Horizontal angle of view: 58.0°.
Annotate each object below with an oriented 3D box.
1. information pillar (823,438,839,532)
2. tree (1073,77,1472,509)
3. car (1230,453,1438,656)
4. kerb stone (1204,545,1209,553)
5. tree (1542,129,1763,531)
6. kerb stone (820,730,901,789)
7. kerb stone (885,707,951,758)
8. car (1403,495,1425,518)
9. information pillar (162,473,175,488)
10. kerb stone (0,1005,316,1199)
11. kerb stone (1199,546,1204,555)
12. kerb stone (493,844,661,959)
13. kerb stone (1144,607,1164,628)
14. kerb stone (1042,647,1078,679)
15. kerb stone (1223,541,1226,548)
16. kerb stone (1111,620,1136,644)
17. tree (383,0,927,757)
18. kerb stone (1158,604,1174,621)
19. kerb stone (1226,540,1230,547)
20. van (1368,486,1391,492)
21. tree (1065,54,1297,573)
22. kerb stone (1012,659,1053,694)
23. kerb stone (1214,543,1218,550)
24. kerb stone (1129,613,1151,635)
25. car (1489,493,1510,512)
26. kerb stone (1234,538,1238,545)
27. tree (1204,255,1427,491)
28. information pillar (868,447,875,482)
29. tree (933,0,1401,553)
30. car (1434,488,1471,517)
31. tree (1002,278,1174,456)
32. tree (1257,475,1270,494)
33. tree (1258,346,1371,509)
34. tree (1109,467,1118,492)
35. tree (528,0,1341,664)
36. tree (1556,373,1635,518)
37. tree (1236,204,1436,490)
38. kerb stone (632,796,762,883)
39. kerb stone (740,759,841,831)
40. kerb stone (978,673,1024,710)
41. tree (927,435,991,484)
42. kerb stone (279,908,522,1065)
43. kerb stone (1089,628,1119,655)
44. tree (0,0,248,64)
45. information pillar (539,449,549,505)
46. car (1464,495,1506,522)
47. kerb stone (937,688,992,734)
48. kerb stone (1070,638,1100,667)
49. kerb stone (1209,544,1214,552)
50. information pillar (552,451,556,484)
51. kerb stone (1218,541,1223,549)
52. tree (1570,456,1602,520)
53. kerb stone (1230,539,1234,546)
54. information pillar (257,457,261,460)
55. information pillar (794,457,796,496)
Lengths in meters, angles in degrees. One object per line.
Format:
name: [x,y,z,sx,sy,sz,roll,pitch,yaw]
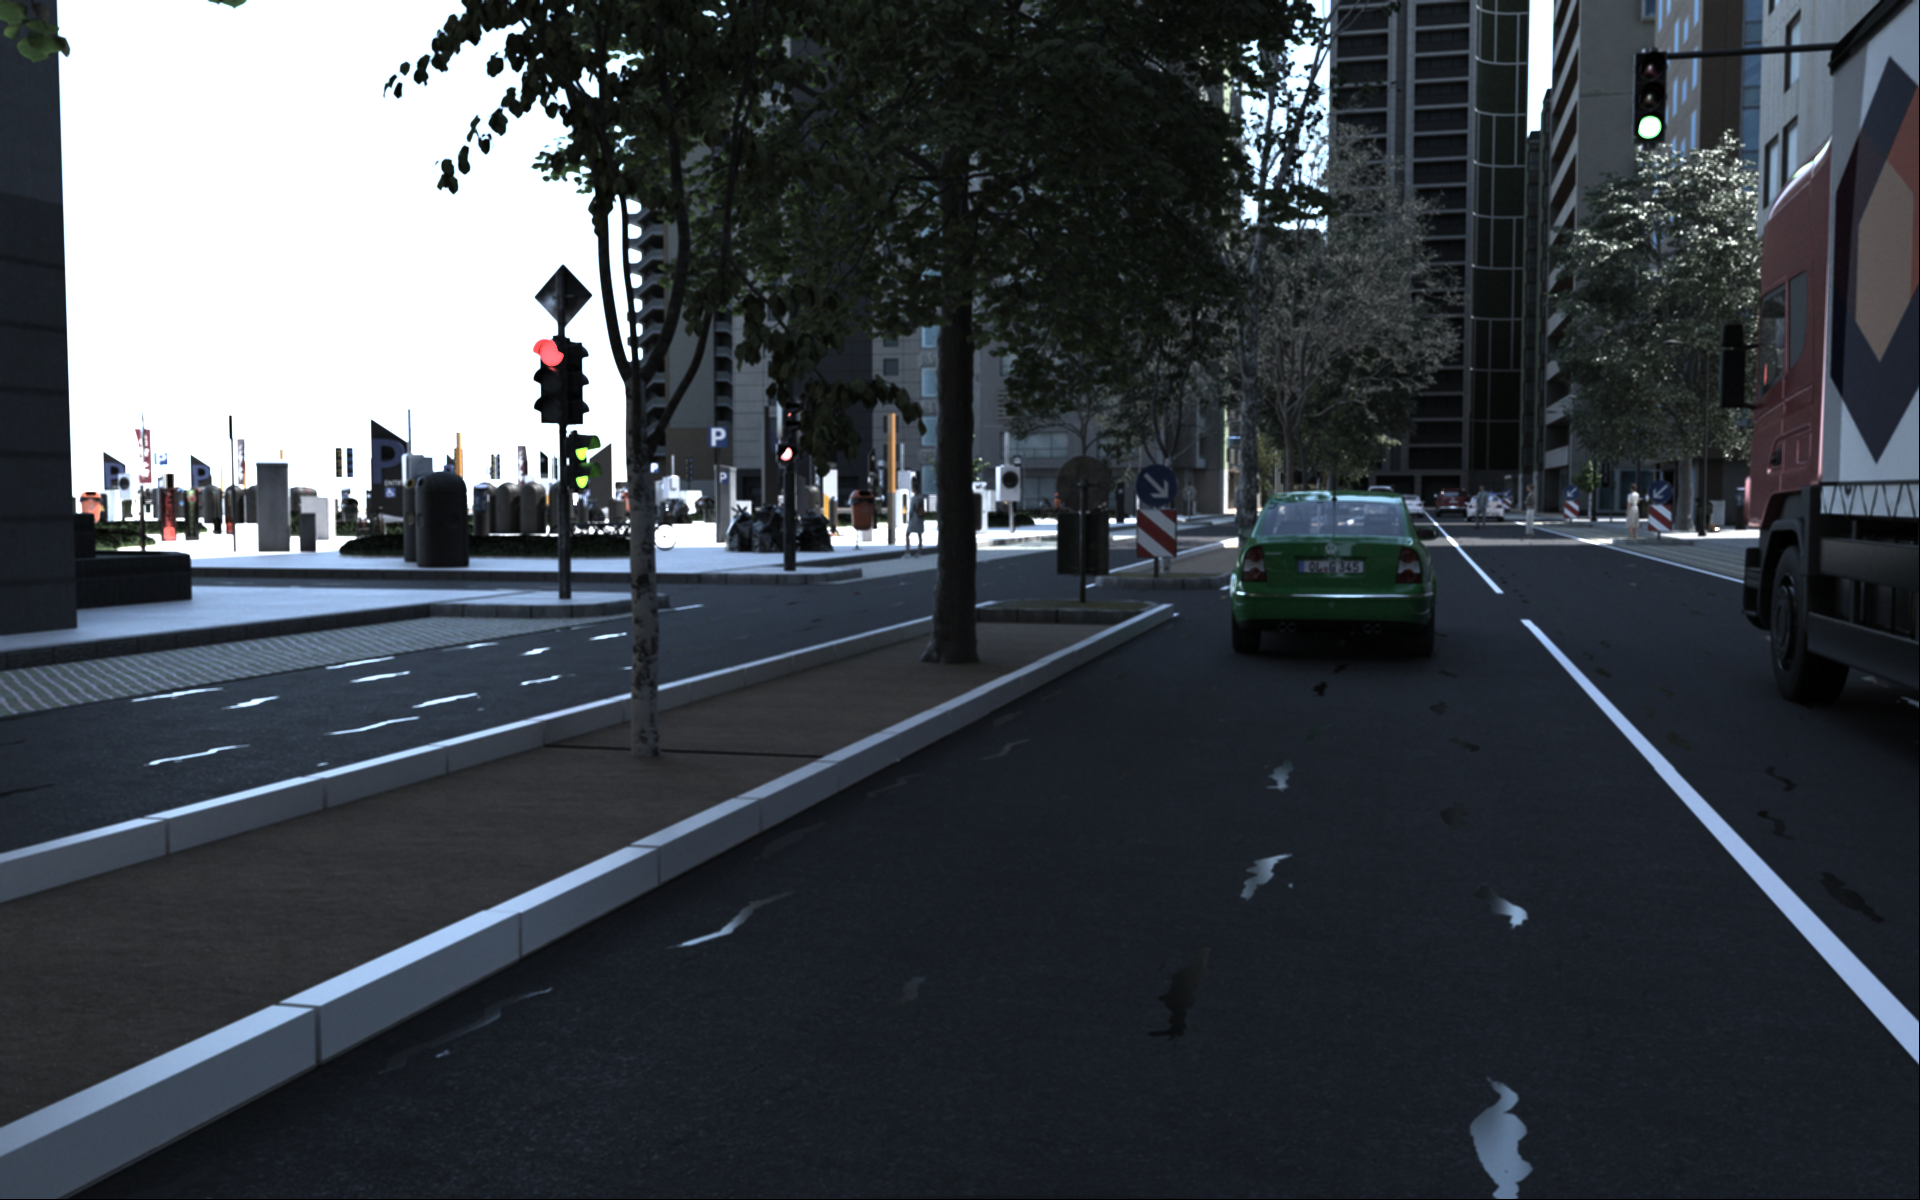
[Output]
information pillar: [-4.370,-4.110,58.560,0.504,3.616,0.183,-1,4,-20]
tree: [9.821,-8.466,51.239,12.009,13.543,11.850,0,3,0]
car: [3.660,-0.493,16.854,1.959,1.807,4.718,1,4,13]
kerb stone: [5.809,-1.188,41.617,0.120,0.150,1.000,1,4,14]
tree: [25.257,-9.394,60.254,9.857,13.997,8.962,0,3,0]
kerb stone: [-0.511,0.819,8.814,0.120,0.150,1.000,1,4,14]
kerb stone: [-0.254,0.758,9.803,0.120,0.150,1.000,1,4,14]
car: [27.222,-5.688,105.358,2.083,1.381,4.827,1,4,14]
information pillar: [-27.163,-3.364,59.489,0.304,2.012,0.304,-3,5,-42]
kerb stone: [-1.791,1.122,3.852,0.120,0.150,1.000,1,4,14]
kerb stone: [5.545,-1.126,40.621,0.120,0.150,1.000,1,4,14]
kerb stone: [-1.282,1.006,5.832,0.120,0.150,1.000,1,4,14]
kerb stone: [2.047,0.212,18.721,0.120,0.150,1.000,1,4,14]
kerb stone: [0.766,0.516,13.766,0.120,0.150,1.000,1,4,14]
kerb stone: [6.834,-1.431,45.591,0.120,0.150,1.000,1,4,14]
kerb stone: [1.536,0.334,16.739,0.120,0.150,1.000,1,4,14]
tree: [-1.734,-3.433,8.949,4.737,8.622,4.395,0,3,0]
kerb stone: [2.308,0.153,19.715,0.120,0.150,1.000,1,4,14]
kerb stone: [7.091,-1.492,46.583,0.120,0.150,1.000,1,4,14]
van: [22.199,-5.161,91.389,2.013,2.044,4.112,1,4,14]
tree: [3.377,-4.601,28.052,4.360,8.622,3.978,0,3,0]
kerb stone: [0.511,0.580,12.776,0.120,0.150,1.000,1,4,14]
kerb stone: [6.318,-1.310,43.612,0.120,0.150,1.000,1,4,14]
kerb stone: [1.794,0.273,17.731,0.120,0.150,1.000,1,4,14]
car: [39.761,-7.258,128.259,1.945,1.707,3.694,1,4,14]
kerb stone: [7.604,-1.613,48.568,0.120,0.150,1.000,1,4,14]
tree: [12.842,-7.755,63.665,8.767,10.594,7.601,1,4,14]
information pillar: [-4.396,-5.799,86.174,0.183,3.616,0.504,2,4,33]
tree: [5.301,-11.003,38.251,12.611,20.169,13.585,0,3,0]
car: [30.981,-6.132,108.935,2.281,1.827,5.304,1,4,15]
tree: [5.132,-8.267,69.575,7.601,10.594,8.767,1,4,12]
tree: [26.620,-9.780,154.510,1.663,3.219,1.824,0,3,0]
tree: [14.539,-7.152,69.749,4.737,8.622,4.395,0,3,0]
tree: [8.653,-6.596,102.448,1.663,3.219,1.824,0,3,0]
tree: [-0.053,-5.762,14.799,7.486,12.596,7.792,0,3,0]
tree: [33.751,-8.666,92.044,4.360,8.622,3.978,0,3,0]
tree: [16.585,-10.281,77.207,9.857,13.997,8.962,0,3,0]
kerb stone: [-1.028,0.943,6.828,0.120,0.150,1.000,1,4,14]
kerb stone: [-0.767,0.882,7.819,0.120,0.150,1.000,1,4,14]
kerb stone: [0.254,0.638,11.784,0.120,0.150,1.000,1,4,14]
tree: [-0.210,-3.337,49.168,1.663,3.219,1.824,0,3,0]
kerb stone: [-1.535,1.061,4.841,0.120,0.150,1.000,1,4,14]
kerb stone: [1.283,0.395,15.744,0.120,0.150,1.000,1,4,14]
tree: [-3.308,-5.030,2.831,7.486,12.596,7.792,0,3,0]
information pillar: [-21.610,-6.033,89.992,0.504,3.616,0.183,-2,4,-26]
car: [27.378,-4.767,90.299,2.083,1.381,4.827,1,4,16]
kerb stone: [0.006,0.697,10.792,0.120,0.150,1.000,1,4,14]
kerb stone: [1.026,0.459,14.755,0.120,0.150,1.000,1,4,14]
kerb stone: [6.063,-1.249,42.612,0.120,0.150,1.000,1,4,14]
information pillar: [-22.321,-6.357,95.288,0.183,3.616,0.504,-2,4,-31]
kerb stone: [6.584,-1.370,44.599,0.120,0.150,1.000,1,4,14]
tree: [31.686,-5.692,87.668,1.663,3.219,1.824,0,3,0]
kerb stone: [7.346,-1.552,47.578,0.120,0.150,1.000,1,4,14]
information pillar: [-43.861,-7.176,108.682,0.504,3.616,0.183,2,4,26]
information pillar: [-7.887,-5.570,82.416,0.183,3.616,0.504,0,4,-2]
